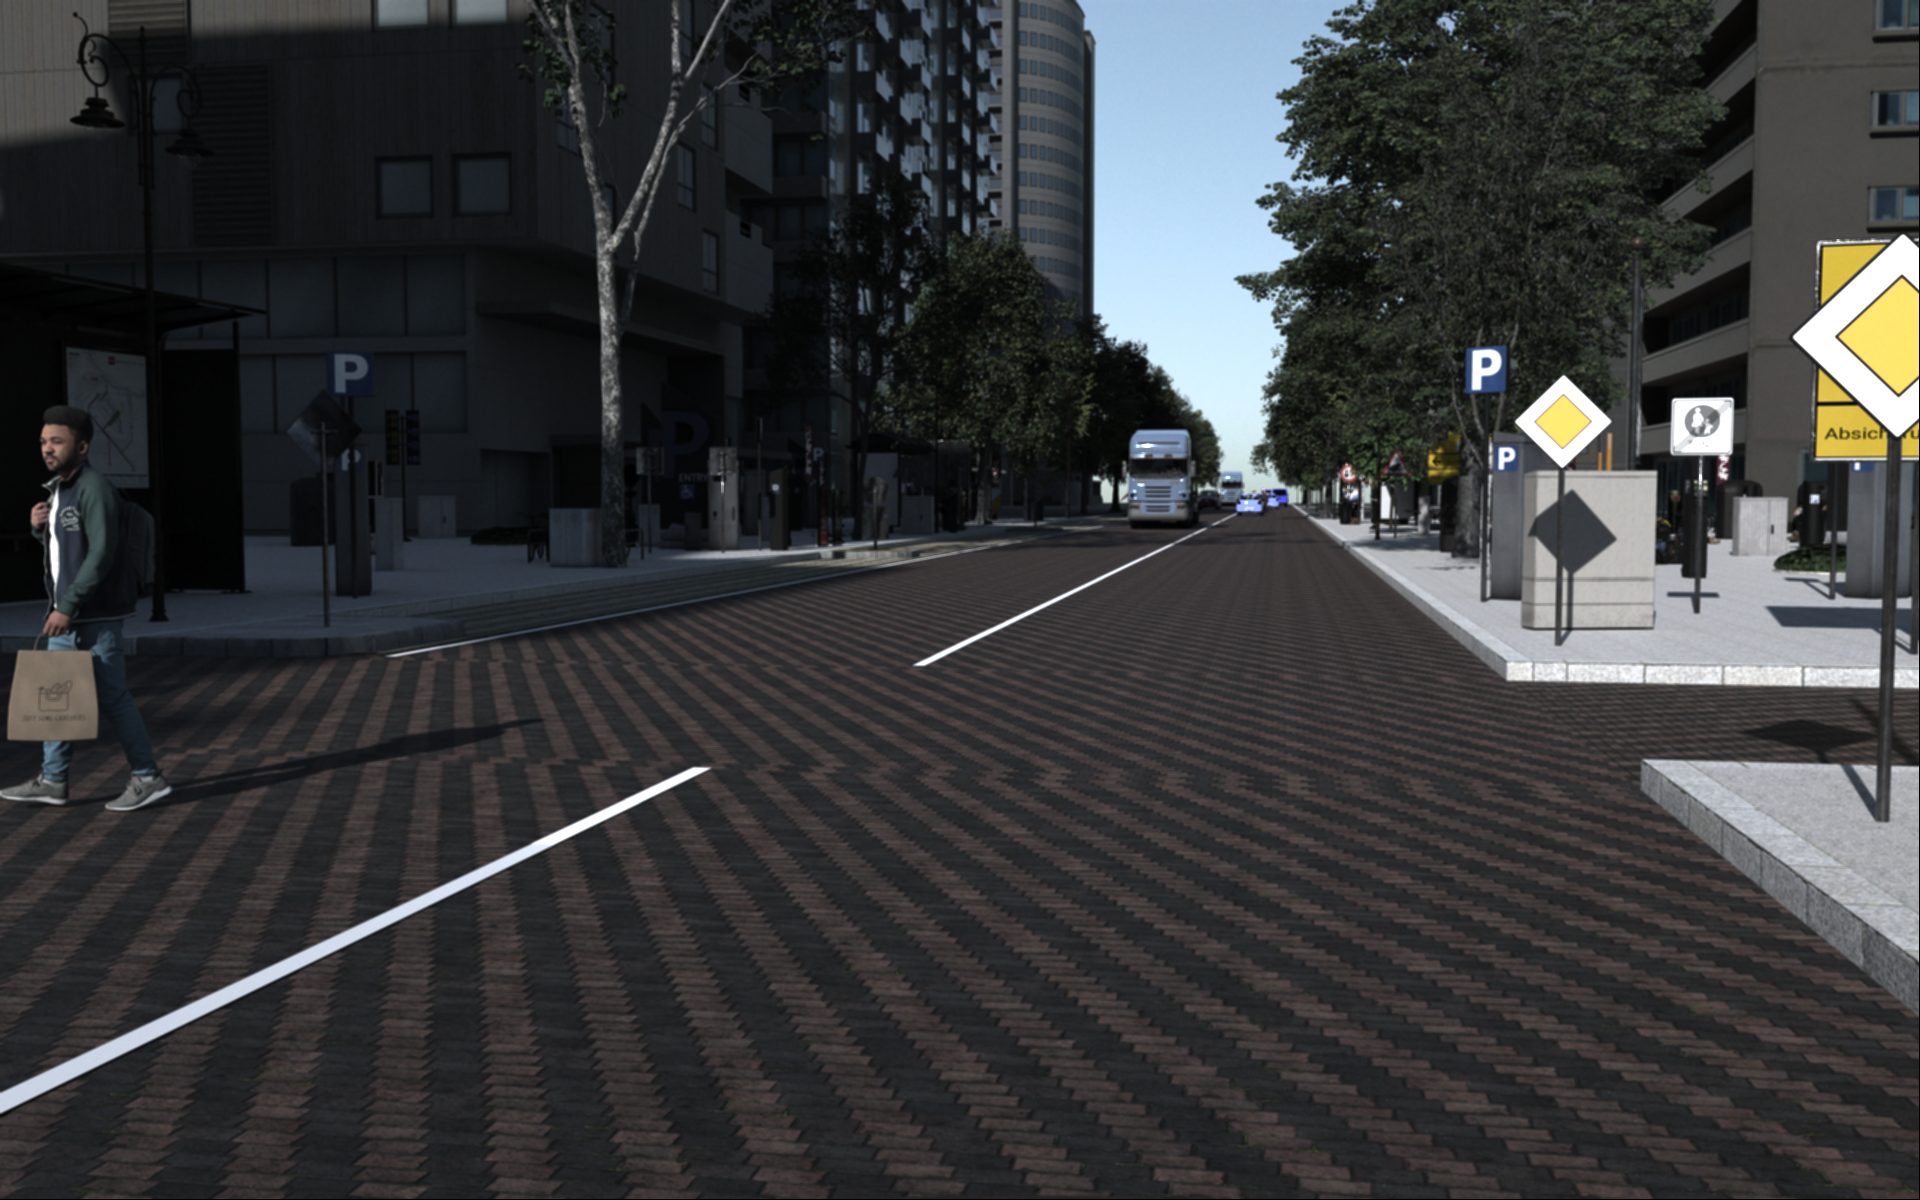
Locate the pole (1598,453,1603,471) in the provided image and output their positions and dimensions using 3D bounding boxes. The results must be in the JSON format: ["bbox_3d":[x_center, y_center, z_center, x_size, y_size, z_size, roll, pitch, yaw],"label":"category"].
[{"bbox_3d":[31.430,-5.579,85.062,0.158,3.312,0.155,0,3,0],"label":"pole"}]

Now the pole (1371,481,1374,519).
[{"bbox_3d":[21.004,-5.765,88.101,0.158,3.312,0.155,0,3,0],"label":"pole"}]

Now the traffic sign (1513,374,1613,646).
[{"bbox_3d":[5.054,-0.669,14.580,0.795,2.450,0.064,1,4,10],"label":"traffic sign"}]

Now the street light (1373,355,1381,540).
[{"bbox_3d":[11.718,-4.626,48.429,0.468,5.910,1.993,1,4,10],"label":"street light"}]

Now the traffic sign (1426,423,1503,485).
[{"bbox_3d":[14.608,-3.426,49.890,2.265,3.308,0.079,1,4,13],"label":"traffic sign"}]

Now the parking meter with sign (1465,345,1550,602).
[{"bbox_3d":[6.860,-1.518,21.084,1.738,3.016,0.543,-3,5,-41],"label":"parking meter with sign"}]

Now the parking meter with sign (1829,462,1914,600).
[{"bbox_3d":[11.363,-1.532,21.317,1.738,3.016,0.543,-2,4,-24],"label":"parking meter with sign"}]

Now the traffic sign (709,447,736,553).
[{"bbox_3d":[-5.143,-2.167,37.567,0.606,2.300,0.079,1,4,11],"label":"traffic sign"}]

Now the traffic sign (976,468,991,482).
[{"bbox_3d":[1.091,-4.911,80.407,0.768,2.556,0.104,1,4,16],"label":"traffic sign"}]

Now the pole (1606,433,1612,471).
[{"bbox_3d":[21.711,-3.923,57.991,0.158,3.312,0.155,0,3,0],"label":"pole"}]

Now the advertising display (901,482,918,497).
[{"bbox_3d":[-2.700,-5.298,91.829,0.974,1.923,0.123,-1,4,-18],"label":"advertising display"}]

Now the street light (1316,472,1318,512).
[{"bbox_3d":[25.357,-9.187,122.991,0.468,5.910,1.993,1,4,10],"label":"street light"}]

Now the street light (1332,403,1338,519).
[{"bbox_3d":[19.069,-7.045,87.979,0.468,5.910,1.993,1,4,10],"label":"street light"}]

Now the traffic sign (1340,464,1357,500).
[{"bbox_3d":[16.692,-4.541,74.344,0.768,2.556,0.104,1,4,13],"label":"traffic sign"}]

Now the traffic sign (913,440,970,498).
[{"bbox_3d":[-0.719,-4.373,65.376,2.265,3.308,0.079,1,4,18],"label":"traffic sign"}]

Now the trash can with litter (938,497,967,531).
[{"bbox_3d":[-0.267,-3.011,60.613,0.624,1.170,1.055,3,5,42],"label":"trash can with litter"}]

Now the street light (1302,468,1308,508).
[{"bbox_3d":[32.613,-11.612,162.638,0.468,5.910,1.993,1,4,10],"label":"street light"}]

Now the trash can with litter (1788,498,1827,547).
[{"bbox_3d":[19.845,-1.785,40.572,0.624,1.170,1.055,1,4,22],"label":"trash can with litter"}]

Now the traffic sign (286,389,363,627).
[{"bbox_3d":[-6.101,-0.795,16.640,0.795,2.450,0.064,1,4,10],"label":"traffic sign"}]

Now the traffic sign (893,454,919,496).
[{"bbox_3d":[-1.747,-3.415,55.838,0.884,2.594,0.081,1,4,13],"label":"traffic sign"}]

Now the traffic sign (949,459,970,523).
[{"bbox_3d":[-0.028,-3.795,62.149,0.768,2.556,0.104,1,4,11],"label":"traffic sign"}]

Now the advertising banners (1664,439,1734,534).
[{"bbox_3d":[23.543,-3.607,55.161,2.074,3.025,0.090,0,4,5],"label":"advertising banners"}]

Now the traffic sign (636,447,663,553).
[{"bbox_3d":[-6.699,-2.156,37.376,0.606,2.300,0.079,1,4,12],"label":"traffic sign"}]

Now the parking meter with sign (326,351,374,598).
[{"bbox_3d":[-7.720,-1.576,22.030,0.543,3.016,1.738,-1,4,-19],"label":"parking meter with sign"}]

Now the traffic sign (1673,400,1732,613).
[{"bbox_3d":[7.921,-1.004,18.547,0.606,2.300,0.079,1,4,17],"label":"traffic sign"}]

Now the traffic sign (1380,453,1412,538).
[{"bbox_3d":[12.625,-3.068,50.166,0.884,2.594,0.081,1,4,20],"label":"traffic sign"}]

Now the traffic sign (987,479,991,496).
[{"bbox_3d":[1.377,-5.368,87.865,0.768,2.556,0.104,1,4,13],"label":"traffic sign"}]

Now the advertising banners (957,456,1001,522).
[{"bbox_3d":[0.900,-5.085,79.323,2.074,3.025,0.090,0,4,-5],"label":"advertising banners"}]

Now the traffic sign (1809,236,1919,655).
[{"bbox_3d":[7.939,-1.210,13.651,2.265,3.308,0.079,1,4,18],"label":"traffic sign"}]

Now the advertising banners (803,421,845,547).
[{"bbox_3d":[-3.339,-2.822,42.321,0.090,3.025,2.074,2,4,24],"label":"advertising banners"}]

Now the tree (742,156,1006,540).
[{"bbox_3d":[-2.560,-6.939,47.863,7.601,10.594,8.767,1,4,20],"label":"tree"}]

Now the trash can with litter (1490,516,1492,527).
[{"bbox_3d":[7.758,-0.809,24.615,0.624,1.170,1.055,0,4,7],"label":"trash can with litter"}]

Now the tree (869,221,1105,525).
[{"bbox_3d":[0.974,-9.534,72.884,9.611,12.733,9.660,0,3,0],"label":"tree"}]

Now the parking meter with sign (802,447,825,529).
[{"bbox_3d":[-5.605,-4.199,64.917,0.543,3.016,1.738,-2,4,-24],"label":"parking meter with sign"}]

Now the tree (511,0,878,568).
[{"bbox_3d":[-5.025,-10.559,28.536,12.611,20.169,13.585,0,3,0],"label":"tree"}]

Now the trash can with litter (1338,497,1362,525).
[{"bbox_3d":[16.493,-3.774,73.093,0.624,1.170,1.055,-3,4,-39],"label":"trash can with litter"}]

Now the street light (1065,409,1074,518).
[{"bbox_3d":[5.808,-7.322,92.510,0.468,5.910,1.993,1,4,10],"label":"street light"}]

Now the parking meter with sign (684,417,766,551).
[{"bbox_3d":[-5.376,-2.634,39.319,1.738,3.016,0.543,0,4,-2],"label":"parking meter with sign"}]

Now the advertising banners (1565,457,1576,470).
[{"bbox_3d":[18.759,-3.599,55.027,0.090,3.025,2.074,-2,4,-30],"label":"advertising banners"}]

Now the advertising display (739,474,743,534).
[{"bbox_3d":[-6.761,-3.064,55.306,0.123,1.923,0.974,-2,4,-34],"label":"advertising display"}]

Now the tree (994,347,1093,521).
[{"bbox_3d":[3.371,-8.098,82.767,4.737,8.622,4.395,0,3,0],"label":"tree"}]

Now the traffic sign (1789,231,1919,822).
[{"bbox_3d":[3.613,-0.189,6.725,0.795,2.450,0.064,1,4,10],"label":"traffic sign"}]

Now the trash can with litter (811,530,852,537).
[{"bbox_3d":[-3.706,-2.549,52.733,1.678,1.210,2.233,-1,4,-9],"label":"trash can with litter"}]

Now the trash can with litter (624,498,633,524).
[{"bbox_3d":[-10.111,-2.393,50.519,1.055,1.170,0.624,-3,5,-44],"label":"trash can with litter"}]

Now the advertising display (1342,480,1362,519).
[{"bbox_3d":[17.508,-4.419,77.466,0.123,1.923,0.974,-3,5,-42],"label":"advertising display"}]

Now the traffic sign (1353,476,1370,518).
[{"bbox_3d":[17.282,-4.588,75.016,0.884,2.594,0.081,1,4,17],"label":"traffic sign"}]
